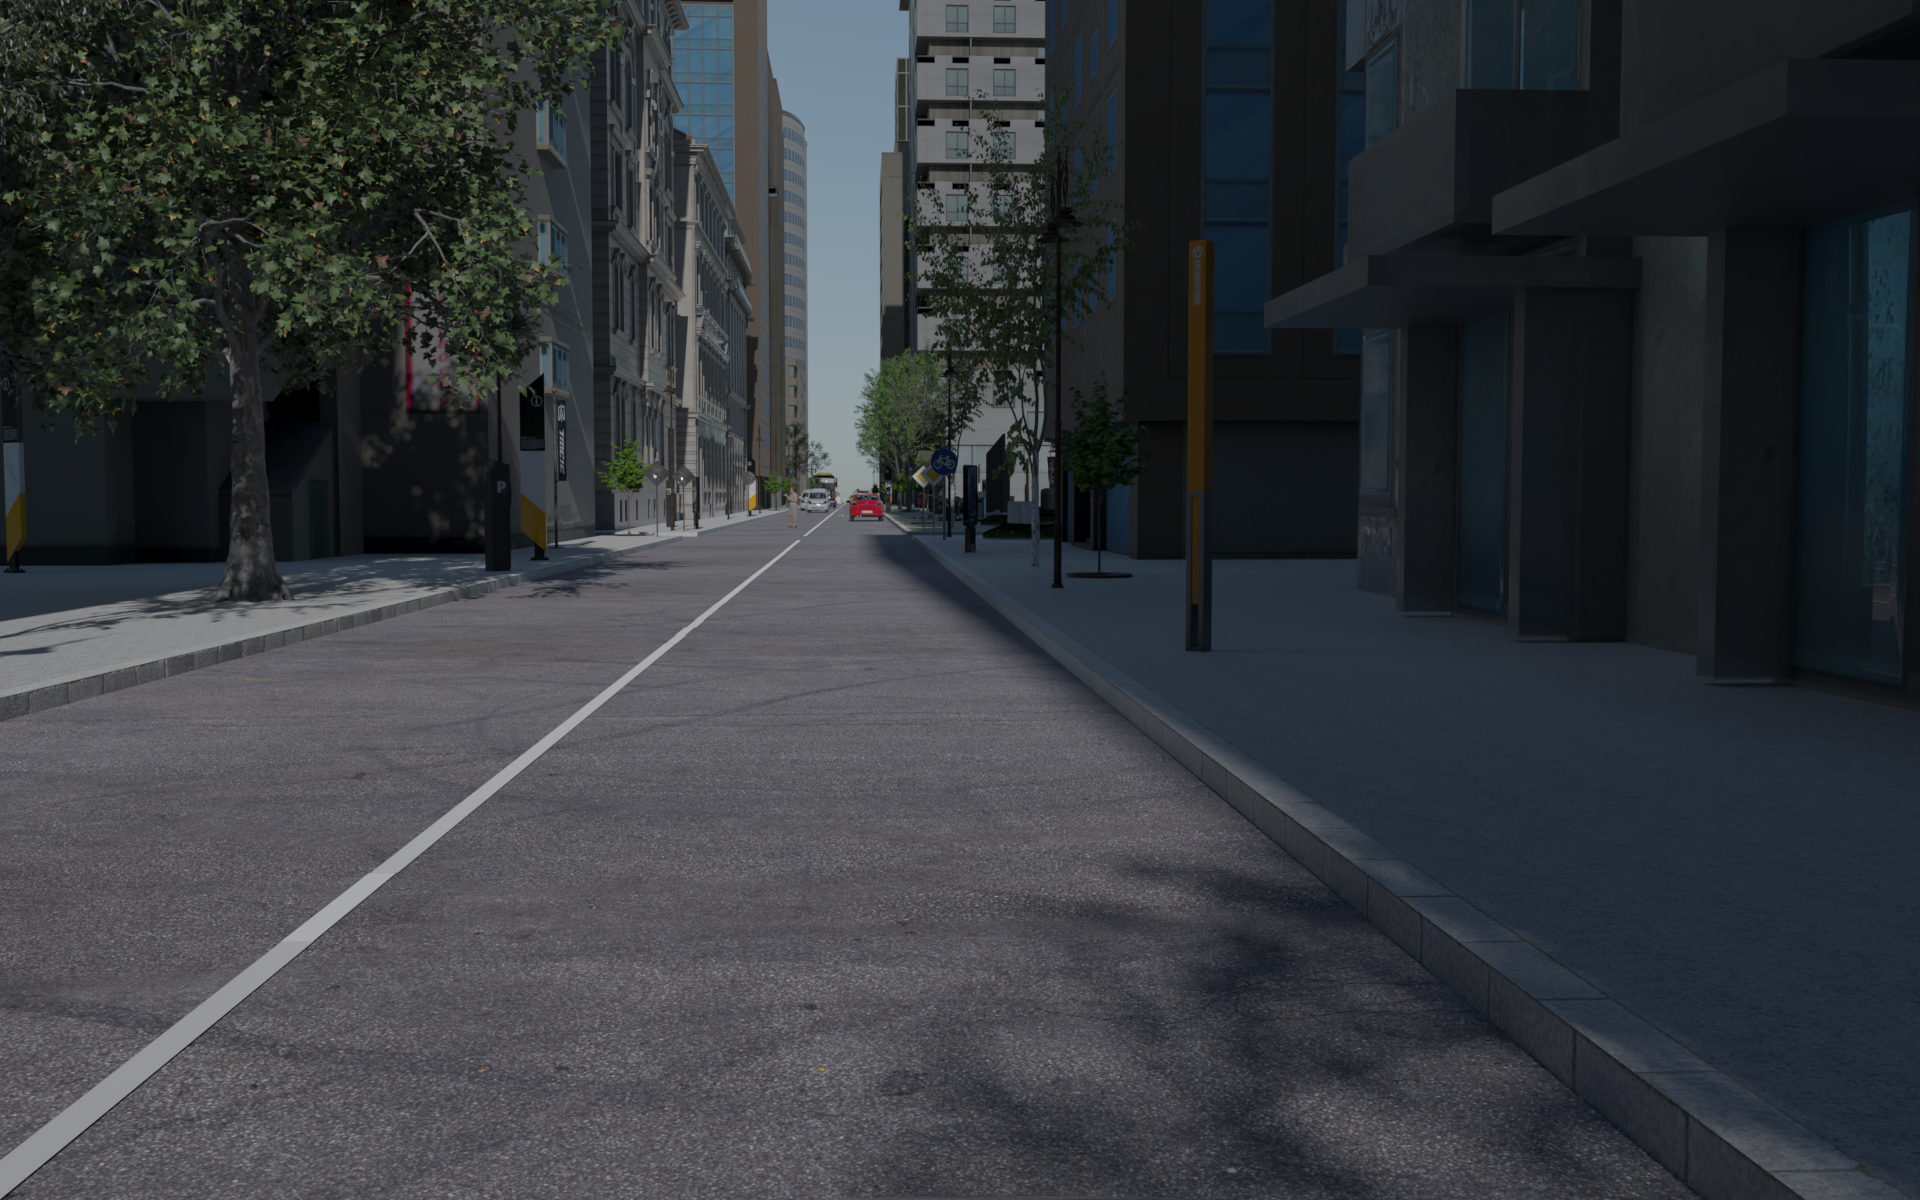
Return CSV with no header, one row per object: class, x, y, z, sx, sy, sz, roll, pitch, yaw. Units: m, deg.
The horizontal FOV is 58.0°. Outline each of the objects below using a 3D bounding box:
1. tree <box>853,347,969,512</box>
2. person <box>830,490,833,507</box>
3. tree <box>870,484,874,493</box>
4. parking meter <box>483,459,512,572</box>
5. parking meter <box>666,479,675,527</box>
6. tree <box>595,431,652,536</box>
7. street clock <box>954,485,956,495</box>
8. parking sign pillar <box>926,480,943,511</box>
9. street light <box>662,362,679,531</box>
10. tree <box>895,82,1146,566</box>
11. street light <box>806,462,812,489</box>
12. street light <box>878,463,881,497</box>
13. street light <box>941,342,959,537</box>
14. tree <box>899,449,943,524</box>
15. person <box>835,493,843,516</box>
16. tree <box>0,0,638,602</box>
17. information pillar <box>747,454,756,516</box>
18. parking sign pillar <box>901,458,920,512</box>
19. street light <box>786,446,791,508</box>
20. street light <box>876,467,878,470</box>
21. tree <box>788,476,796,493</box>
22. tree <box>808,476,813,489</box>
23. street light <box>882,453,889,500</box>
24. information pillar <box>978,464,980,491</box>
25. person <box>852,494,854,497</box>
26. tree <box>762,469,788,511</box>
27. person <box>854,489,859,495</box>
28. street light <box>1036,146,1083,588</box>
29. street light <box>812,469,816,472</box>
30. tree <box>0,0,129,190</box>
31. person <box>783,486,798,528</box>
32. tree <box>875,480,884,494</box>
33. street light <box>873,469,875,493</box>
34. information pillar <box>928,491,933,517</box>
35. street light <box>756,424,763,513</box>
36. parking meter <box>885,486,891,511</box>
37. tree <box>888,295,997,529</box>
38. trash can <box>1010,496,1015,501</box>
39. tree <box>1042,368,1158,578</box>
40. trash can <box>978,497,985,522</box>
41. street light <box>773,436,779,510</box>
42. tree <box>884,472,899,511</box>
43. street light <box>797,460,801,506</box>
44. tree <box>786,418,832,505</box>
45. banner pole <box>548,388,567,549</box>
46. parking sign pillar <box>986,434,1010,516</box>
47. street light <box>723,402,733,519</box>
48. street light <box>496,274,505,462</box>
tree,-3.441,-11.954,121.198,9.928,11.665,9.643,0,3,0
person,-14.285,-11.281,192.575,0.705,1.869,1.348,0,4,-5
tree,-14.018,-17.833,286.168,1.663,3.219,1.824,0,3,0
parking meter,-7.692,-1.414,28.832,0.255,1.863,0.399,3,4,39
parking meter,-11.190,-3.744,66.918,0.255,1.863,0.399,1,4,8
tree,-10.183,-3.585,53.217,1.663,3.219,1.824,0,3,0
street clock,-0.469,-7.816,132.364,0.358,2.002,0.471,0,4,-6
parking sign pillar,-1.878,-8.893,133.874,1.447,3.967,1.447,0,4,2
street light,-10.087,-5.370,60.595,0.468,5.910,1.993,0,4,-3
tree,1.097,-4.902,30.511,4.737,8.622,4.395,0,3,0
street light,-19.397,-15.093,219.561,0.468,5.910,1.993,0,4,-3
street light,-8.230,-12.963,184.731,0.468,5.910,1.993,0,4,-3
street light,-0.318,-4.823,51.640,0.468,5.910,1.993,0,4,-3
tree,-1.578,-4.869,74.209,1.663,3.219,1.824,0,3,0
person,-7.790,-6.174,112.038,0.523,1.515,0.503,1,4,22
tree,-8.671,-6.345,20.747,9.611,12.733,9.660,0,3,0
information pillar,-12.224,-6.729,101.379,0.504,3.616,0.183,-1,4,-9
parking sign pillar,-3.641,-8.495,127.361,1.447,3.967,1.447,0,4,6
street light,-16.188,-11.693,163.963,0.468,5.910,1.993,0,4,-3
street light,-9.853,-14.596,211.424,0.468,5.910,1.993,0,4,-3
tree,-16.684,-10.517,166.561,1.663,3.219,1.824,0,3,0
tree,-24.766,-18.904,292.794,4.285,4.588,4.351,0,3,0
street light,-6.645,-11.316,157.806,0.468,5.910,1.993,0,4,-3
information pillar,1.465,-8.726,134.020,0.183,3.616,0.504,0,4,-8
person,-12.602,-12.340,210.278,1.348,1.821,0.705,1,4,11
tree,-14.500,-8.520,133.907,1.663,3.219,1.824,0,3,0
person,-7.728,-7.435,129.917,0.638,1.841,0.748,-2,4,-24
street light,1.336,-3.103,23.524,0.468,5.910,1.993,0,4,-3
street light,-21.080,-16.726,246.250,0.468,5.910,1.993,0,4,-3
tree,-8.031,-3.770,11.999,4.360,8.622,3.978,0,3,0
person,-7.236,-3.972,73.803,0.532,1.782,0.716,-2,4,-33
tree,-7.473,-11.466,182.077,1.663,3.219,1.824,0,3,0
street light,-11.535,-16.401,240.938,0.468,5.910,1.993,0,4,-3
information pillar,-1.670,-5.688,97.494,0.304,2.012,0.304,0,4,-5
street light,-13.229,-8.656,114.315,0.468,5.910,1.993,0,4,-3
parking meter,-5.345,-7.518,128.623,0.399,1.863,0.255,0,4,2
tree,-0.385,-6.966,64.263,4.360,8.622,3.978,0,3,0
trash can,3.949,-7.576,135.525,0.748,1.137,0.748,0,3,0
tree,2.178,-1.957,26.597,1.663,3.219,1.824,0,3,0
trash can,0.805,-4.183,80.045,0.748,1.137,0.748,0,3,0
street light,-14.593,-10.060,137.269,0.468,5.910,1.993,0,4,-3
tree,-4.334,-8.352,131.158,1.663,3.219,1.824,0,3,0
street light,-17.711,-13.328,190.695,0.468,5.910,1.993,0,4,-3
tree,-19.825,-16.993,212.251,8.767,10.594,7.601,-1,4,-11
banner pole,-9.403,-3.097,40.660,0.401,3.779,0.863,-3,4,-37
parking sign pillar,1.706,-5.463,77.786,1.447,3.967,1.447,-2,4,-35
street light,-11.691,-7.003,87.289,0.468,5.910,1.993,0,4,-3
street light,-8.203,-3.549,30.815,0.468,5.910,1.993,0,4,-3
